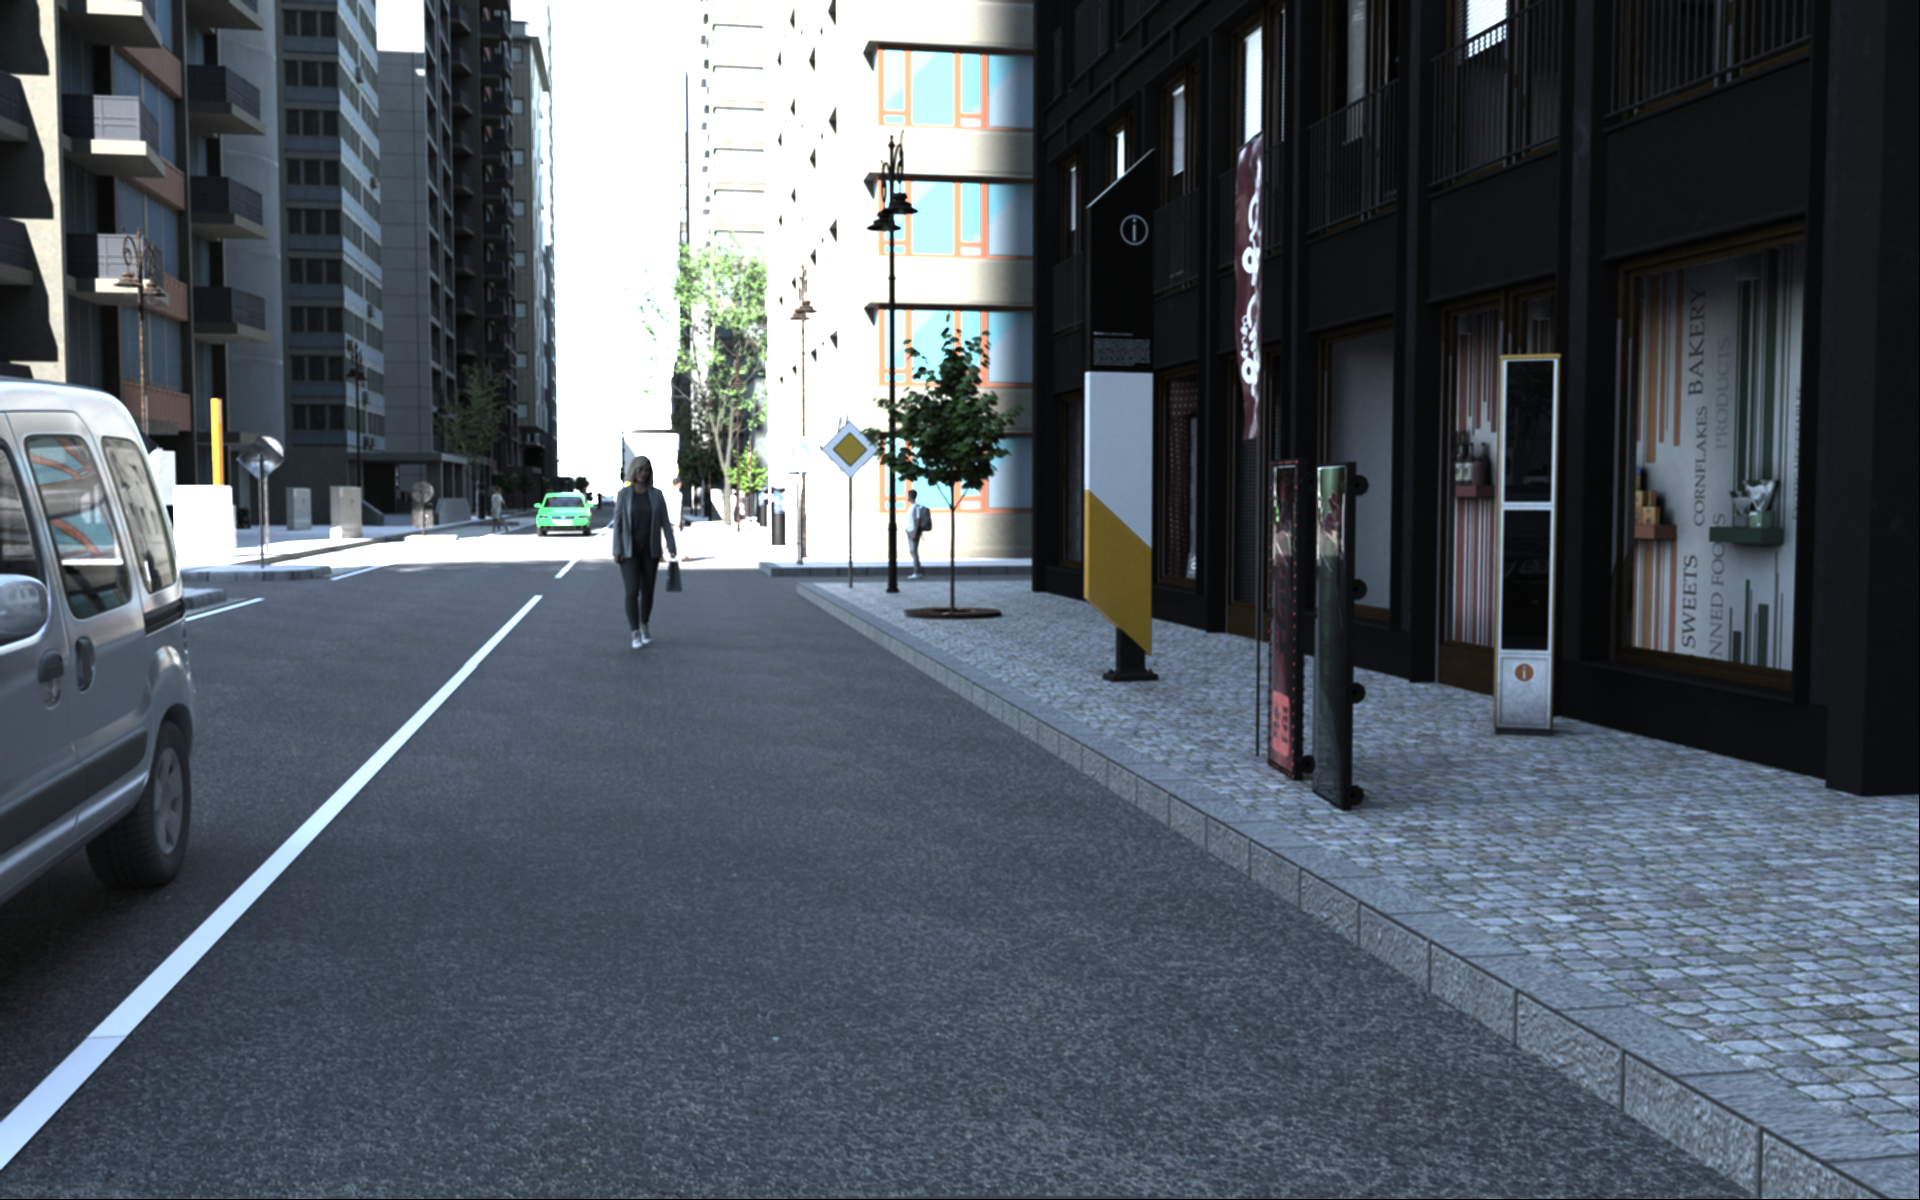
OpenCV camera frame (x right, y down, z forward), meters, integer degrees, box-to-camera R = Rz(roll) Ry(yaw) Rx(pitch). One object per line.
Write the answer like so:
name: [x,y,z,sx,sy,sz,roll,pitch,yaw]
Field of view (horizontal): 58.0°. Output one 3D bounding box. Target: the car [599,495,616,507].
car: [-40.578,-11.412,198.941,2.083,1.381,4.827,-1,4,-11]

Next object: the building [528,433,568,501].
building: [-67.125,-32.436,222.208,32.217,40.220,23.993,-1,4,-10]

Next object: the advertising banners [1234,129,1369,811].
advertising banners: [1.496,-0.714,7.856,0.090,3.025,2.074,0,4,-4]

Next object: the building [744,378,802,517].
building: [0.540,-47.605,91.005,22.319,86.520,31.000,-1,4,-10]

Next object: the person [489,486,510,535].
person: [-16.330,-3.181,61.264,0.760,1.731,0.466,-3,4,-36]

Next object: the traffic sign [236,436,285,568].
traffic sign: [-12.050,-1.604,29.863,0.795,2.450,0.064,-1,4,-10]

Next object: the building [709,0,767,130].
building: [-9.601,-26.409,115.376,14.154,41.232,14.086,-1,4,-10]

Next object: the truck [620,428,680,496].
truck: [-14.244,-5.544,79.563,2.839,4.237,11.283,-1,4,-10]

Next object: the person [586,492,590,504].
person: [-37.941,-10.182,176.446,0.593,1.643,0.415,-3,5,-43]

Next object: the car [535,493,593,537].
car: [-13.637,-3.114,59.711,1.959,1.807,4.718,-1,4,-12]

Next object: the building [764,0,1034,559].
building: [9.936,-12.504,49.483,28.899,21.520,27.650,-1,4,-10]

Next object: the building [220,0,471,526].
building: [-38.591,-23.378,74.107,32.217,40.220,23.993,-1,4,-10]

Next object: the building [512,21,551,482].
building: [-61.336,-37.139,196.464,28.713,52.752,27.495,-1,4,-10]

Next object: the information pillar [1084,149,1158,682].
information pillar: [1.097,-1.251,11.814,0.504,3.616,0.183,-1,4,-18]

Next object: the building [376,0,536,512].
building: [-49.621,-44.093,159.179,20.563,71.187,20.611,-1,4,-10]

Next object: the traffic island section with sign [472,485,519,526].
traffic island section with sign: [-21.157,-4.301,78.950,1.989,1.847,2.006,-1,4,-10]

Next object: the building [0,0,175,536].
building: [-29.758,-23.610,40.650,22.147,44.769,28.867,-1,4,-10]

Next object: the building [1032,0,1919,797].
building: [8.433,-11.365,15.501,12.332,23.373,15.834,-1,4,-10]

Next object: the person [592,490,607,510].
person: [-33.237,-9.245,159.674,1.348,1.821,0.705,-1,4,-23]

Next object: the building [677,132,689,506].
building: [-25.279,-31.555,199.522,14.154,41.232,14.086,-1,4,-10]

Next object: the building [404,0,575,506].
building: [-65.465,-49.300,244.311,20.563,71.187,20.611,-1,4,-10]

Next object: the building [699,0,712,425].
building: [-9.162,-31.722,138.261,23.786,49.044,30.456,-1,4,-10]

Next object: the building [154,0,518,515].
building: [-46.715,-29.406,135.411,22.147,44.769,28.867,-1,4,-10]

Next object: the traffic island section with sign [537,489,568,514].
traffic island section with sign: [-30.267,-7.313,128.195,1.989,1.847,2.006,-1,4,-10]

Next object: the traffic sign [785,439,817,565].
traffic sign: [-2.881,-1.788,31.369,0.606,2.300,0.079,0,4,-3]

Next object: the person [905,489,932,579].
person: [-0.760,-1.119,29.390,0.503,1.515,0.523,3,5,43]

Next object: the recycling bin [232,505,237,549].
recycling bin: [-17.289,-1.690,40.182,0.722,1.027,0.722,0,4,1]

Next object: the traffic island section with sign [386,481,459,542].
traffic island section with sign: [-16.254,-2.680,52.443,1.989,1.847,2.006,-1,4,-10]

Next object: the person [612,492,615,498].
person: [-51.410,-15.128,256.531,0.721,1.739,1.217,-2,4,-30]

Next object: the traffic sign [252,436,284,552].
traffic sign: [-15.332,-2.334,38.262,0.768,2.556,0.104,0,4,-6]

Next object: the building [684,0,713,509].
building: [-15.718,-38.198,166.538,21.231,58.520,28.212,-1,4,-10]

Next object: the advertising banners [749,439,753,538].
advertising banners: [-6.136,-3.335,50.712,0.090,3.025,2.074,0,4,-6]

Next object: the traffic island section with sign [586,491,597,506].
traffic island section with sign: [-50.201,-13.907,235.999,1.989,1.847,2.006,-1,4,-10]

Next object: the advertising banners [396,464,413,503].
advertising banners: [-31.832,-6.290,99.033,0.090,3.025,2.074,1,4,9]

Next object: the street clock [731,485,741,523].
street clock: [-9.879,-4.407,76.632,0.471,2.002,0.358,1,4,23]

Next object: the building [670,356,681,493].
building: [-22.505,-23.083,222.449,27.650,21.520,28.899,-1,4,-10]

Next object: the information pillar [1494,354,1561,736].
information pillar: [3.035,-0.293,9.277,0.304,2.012,0.304,1,4,18]

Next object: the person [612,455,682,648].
person: [-2.945,-0.471,16.390,0.709,1.800,0.728,-1,4,-17]

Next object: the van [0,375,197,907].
van: [-3.460,0.130,4.888,2.013,2.044,4.112,-1,4,-11]

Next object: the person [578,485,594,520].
person: [-15.614,-3.876,71.859,0.713,1.824,0.794,3,4,37]

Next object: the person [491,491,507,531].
person: [-17.570,-3.497,66.341,0.598,1.740,0.731,1,4,16]

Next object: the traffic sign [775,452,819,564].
traffic sign: [-2.956,-1.705,31.518,0.795,2.450,0.064,-1,4,-10]

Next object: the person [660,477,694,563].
person: [-6.000,-1.685,36.327,0.678,1.792,0.850,3,5,43]
